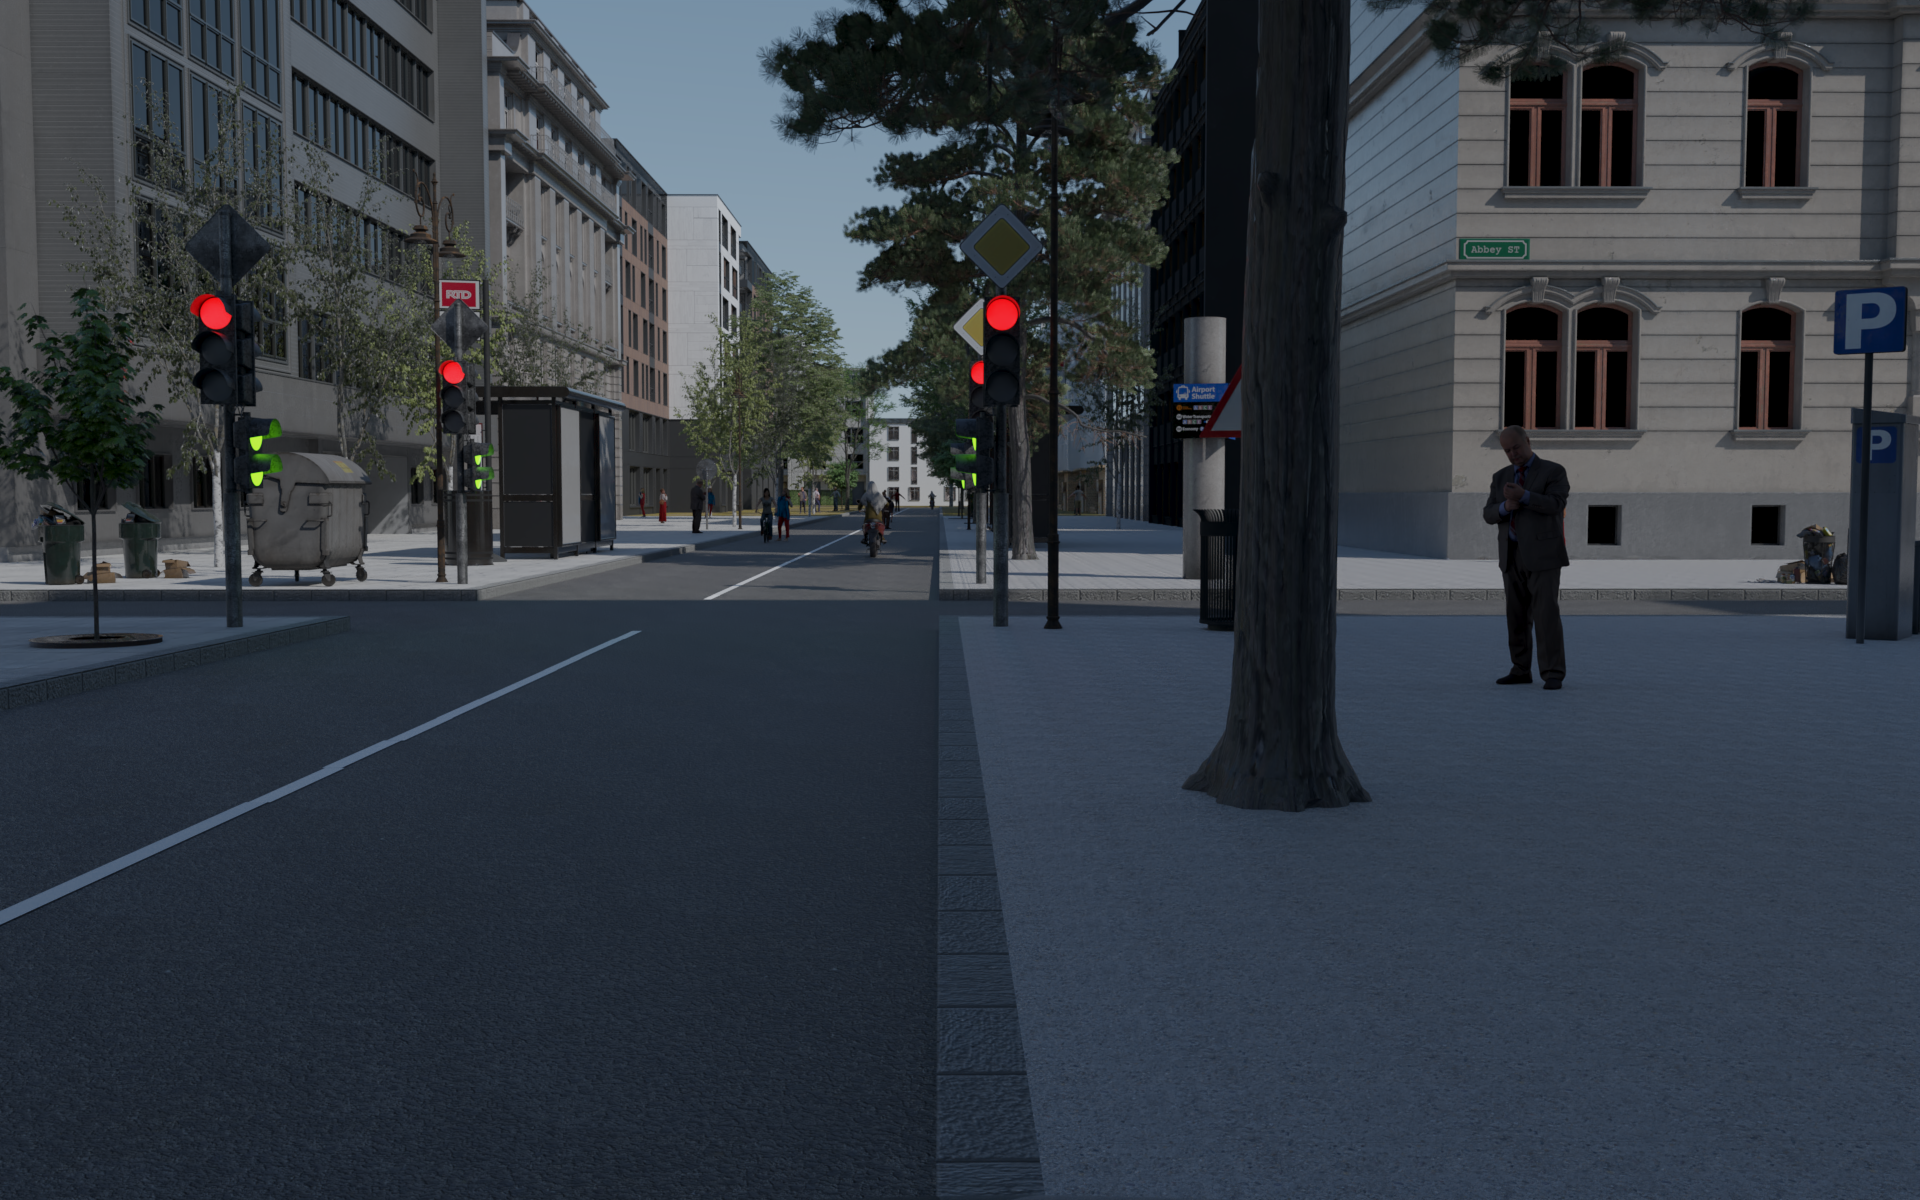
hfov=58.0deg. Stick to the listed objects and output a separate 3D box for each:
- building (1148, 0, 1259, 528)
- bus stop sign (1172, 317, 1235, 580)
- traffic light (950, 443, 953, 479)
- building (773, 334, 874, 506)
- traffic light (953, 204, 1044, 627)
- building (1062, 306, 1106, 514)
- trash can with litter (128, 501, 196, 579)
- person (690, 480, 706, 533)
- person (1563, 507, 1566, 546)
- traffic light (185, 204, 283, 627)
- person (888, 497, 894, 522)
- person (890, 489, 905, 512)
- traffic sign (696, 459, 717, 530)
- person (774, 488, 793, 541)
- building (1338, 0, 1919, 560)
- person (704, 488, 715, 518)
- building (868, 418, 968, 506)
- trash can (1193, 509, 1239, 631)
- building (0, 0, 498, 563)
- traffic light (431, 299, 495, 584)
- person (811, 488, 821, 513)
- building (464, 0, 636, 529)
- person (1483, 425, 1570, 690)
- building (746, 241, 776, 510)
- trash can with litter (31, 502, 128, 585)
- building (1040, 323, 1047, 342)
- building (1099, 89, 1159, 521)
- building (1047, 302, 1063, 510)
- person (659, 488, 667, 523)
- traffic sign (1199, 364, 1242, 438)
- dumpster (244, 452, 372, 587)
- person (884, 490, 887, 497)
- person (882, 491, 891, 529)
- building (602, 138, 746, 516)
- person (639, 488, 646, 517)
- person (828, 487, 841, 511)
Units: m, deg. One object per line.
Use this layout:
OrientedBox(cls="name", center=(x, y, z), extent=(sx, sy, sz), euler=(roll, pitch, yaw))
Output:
OrientedBox(cls="building", center=(14.524, -14.551, 67.578), extent=(12.332, 23.373, 15.834), euler=(0, 4, -1))
OrientedBox(cls="bus stop sign", center=(3.676, -2.267, 26.087), extent=(0.837, 3.901, 0.837), euler=(1, 4, 16))
OrientedBox(cls="traffic light", center=(0.284, -2.168, 24.687), extent=(0.839, 4.213, 0.868), euler=(0, 4, -1))
OrientedBox(cls="building", center=(-25.983, -20.410, 200.159), extent=(31.486, 18.905, 16.747), euler=(0, 4, -1))
OrientedBox(cls="traffic light", center=(0.377, -1.679, 16.702), extent=(0.839, 4.213, 0.868), euler=(0, 4, -1))
OrientedBox(cls="building", center=(16.027, -16.461, 125.560), extent=(16.016, 20.091, 11.380), euler=(0, 4, -1))
OrientedBox(cls="trash can with litter", center=(-12.256, -0.922, 26.459), extent=(1.055, 1.170, 0.624), euler=(0, 4, -7))
OrientedBox(cls="person", center=(-8.519, -3.045, 56.518), extent=(0.565, 1.739, 0.600), euler=(1, 4, 23))
OrientedBox(cls="person", center=(11.021, -1.450, 32.224), extent=(0.523, 1.526, 0.387), euler=(1, 4, 9))
OrientedBox(cls="traffic light", center=(-6.983, -1.673, 16.601), extent=(0.839, 4.213, 0.868), euler=(0, 4, -1))
OrientedBox(cls="person", center=(-3.648, -4.643, 87.596), extent=(0.799, 1.438, 0.628), euler=(2, 4, 24))
OrientedBox(cls="person", center=(-5.124, -8.168, 142.002), extent=(1.348, 1.831, 0.705), euler=(0, 4, 5))
OrientedBox(cls="traffic sign", center=(-9.139, -3.816, 62.492), extent=(0.768, 2.556, 0.104), euler=(0, 4, 0))
OrientedBox(cls="person", center=(-5.362, -2.591, 52.560), extent=(0.444, 1.614, 0.593), euler=(-2, 4, -31))
OrientedBox(cls="building", center=(20.541, -15.402, 39.207), extent=(23.554, 28.519, 14.401), euler=(0, 4, -1))
OrientedBox(cls="person", center=(-13.422, -5.203, 92.809), extent=(0.593, 1.614, 0.444), euler=(0, 4, -3))
OrientedBox(cls="building", center=(3.848, -15.528, 196.026), extent=(28.070, 9.664, 9.099), euler=(0, 4, -1))
OrientedBox(cls="trash can", center=(2.575, -0.289, 16.385), extent=(0.748, 1.137, 0.748), euler=(0, 3, 0))
OrientedBox(cls="building", center=(-23.310, -13.908, 46.458), extent=(14.314, 24.678, 30.058), euler=(0, 4, -1))
OrientedBox(cls="traffic light", center=(-7.077, -2.162, 24.585), extent=(0.839, 4.213, 0.868), euler=(0, 4, -1))
OrientedBox(cls="person", center=(-9.969, -6.945, 120.539), extent=(0.436, 1.711, 0.756), euler=(-3, 5, -44))
OrientedBox(cls="building", center=(-22.432, -14.175, 73.561), extent=(13.314, 21.916, 24.055), euler=(0, 4, -1))
OrientedBox(cls="person", center=(3.767, -0.294, 11.543), extent=(0.565, 1.739, 0.600), euler=(1, 4, 21))
OrientedBox(cls="building", center=(-33.534, -18.938, 153.605), extent=(32.646, 21.610, 27.936), euler=(0, 4, -1))
OrientedBox(cls="trash can with litter", center=(-12.607, -0.817, 24.737), extent=(0.624, 1.170, 1.055), euler=(3, 4, 39))
OrientedBox(cls="building", center=(15.461, -17.904, 149.147), extent=(16.016, 20.091, 11.380), euler=(0, 4, -1))
OrientedBox(cls="building", center=(14.373, -15.050, 87.860), extent=(13.314, 21.916, 24.055), euler=(0, 4, -1))
OrientedBox(cls="building", center=(15.505, -17.193, 137.532), extent=(16.016, 20.091, 11.380), euler=(0, 4, -1))
OrientedBox(cls="person", center=(-12.980, -4.106, 75.651), extent=(0.387, 1.526, 0.523), euler=(-2, 4, -24))
OrientedBox(cls="traffic sign", center=(2.706, -1.002, 16.392), extent=(0.884, 2.594, 0.081), euler=(0, 4, 7))
OrientedBox(cls="dumpster", center=(-9.259, -1.152, 24.601), extent=(1.264, 1.857, 1.865), euler=(0, 4, -1))
OrientedBox(cls="person", center=(-6.340, -8.472, 147.157), extent=(0.705, 1.807, 1.348), euler=(-1, 4, -9))
OrientedBox(cls="person", center=(-3.052, -3.679, 70.929), extent=(0.482, 1.546, 0.388), euler=(3, 5, 41))
OrientedBox(cls="building", center=(-30.379, -16.634, 115.938), extent=(27.936, 21.610, 32.646), euler=(0, 4, -1))
OrientedBox(cls="person", center=(-17.613, -5.394, 95.944), extent=(0.444, 1.614, 0.593), euler=(2, 4, 35))
OrientedBox(cls="person", center=(-9.390, -7.598, 130.354), extent=(1.350, 1.814, 0.705), euler=(3, 5, 44))
